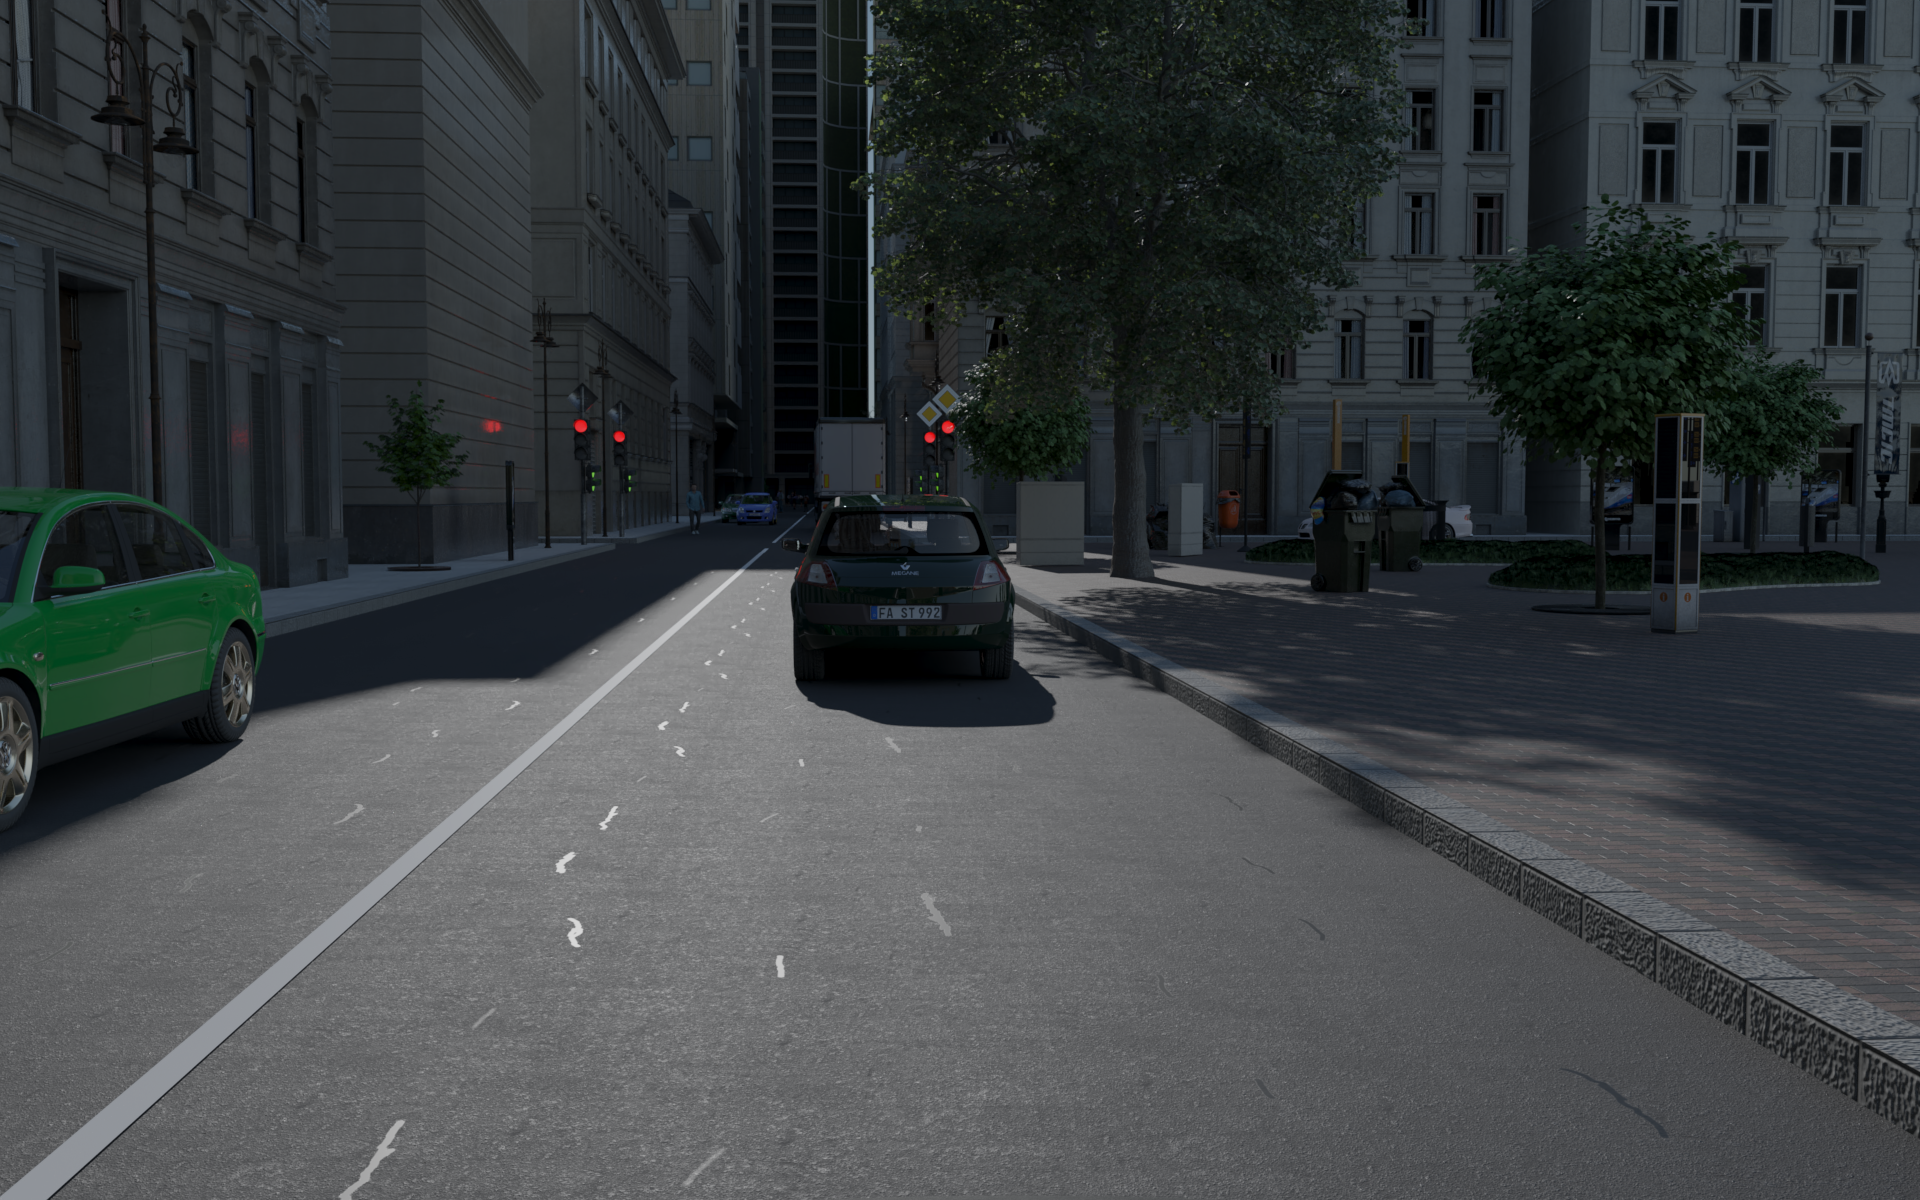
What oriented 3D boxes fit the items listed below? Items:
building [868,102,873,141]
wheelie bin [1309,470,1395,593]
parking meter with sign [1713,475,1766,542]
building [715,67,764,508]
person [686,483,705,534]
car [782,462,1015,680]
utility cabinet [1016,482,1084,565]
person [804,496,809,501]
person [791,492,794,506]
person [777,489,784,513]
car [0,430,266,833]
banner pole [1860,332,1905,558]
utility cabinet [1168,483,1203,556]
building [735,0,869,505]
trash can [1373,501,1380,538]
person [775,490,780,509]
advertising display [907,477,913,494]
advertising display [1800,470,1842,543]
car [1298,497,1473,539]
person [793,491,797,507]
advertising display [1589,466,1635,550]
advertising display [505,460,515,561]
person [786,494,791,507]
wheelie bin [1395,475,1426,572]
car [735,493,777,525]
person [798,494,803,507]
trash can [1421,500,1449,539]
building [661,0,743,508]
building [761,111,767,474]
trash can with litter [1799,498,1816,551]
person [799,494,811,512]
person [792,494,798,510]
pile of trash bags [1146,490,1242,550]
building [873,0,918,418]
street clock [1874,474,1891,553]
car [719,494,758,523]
[{"bbox_3d":[2.221,-38.925,225.669,27.495,52.752,28.713,0,4,-4],"label":"building"},{"bbox_3d":[5.077,-0.910,22.785,0.980,1.594,0.693,-2,4,-35],"label":"wheelie bin"},{"bbox_3d":[21.009,-3.070,46.451,1.738,3.016,0.543,-2,4,-25],"label":"parking meter with sign"},{"bbox_3d":[-25.639,-29.182,160.715,14.154,41.232,14.086,0,4,-4],"label":"building"},{"bbox_3d":[-9.518,-3.282,62.175,0.660,1.820,0.620,-2,4,-25],"label":"person"},{"bbox_3d":[-0.531,-0.304,14.752,2.009,1.686,4.222,0,4,-4],"label":"car"},{"bbox_3d":[1.606,-1.359,30.895,1.173,1.500,0.318,-1,4,-12],"label":"utility cabinet"},{"bbox_3d":[-17.563,-11.365,197.501,0.628,1.438,0.799,-2,4,-24],"label":"person"},{"bbox_3d":[-19.669,-11.840,203.006,0.541,1.710,0.530,-3,4,-38],"label":"person"},{"bbox_3d":[-13.729,-7.583,132.559,0.705,1.814,1.350,-2,4,-24],"label":"person"},{"bbox_3d":[-4.979,0.012,8.608,1.959,1.807,4.718,0,4,-3],"label":"car"},{"bbox_3d":[14.308,-2.261,26.987,0.863,3.779,0.401,-1,4,-13],"label":"banner pole"},{"bbox_3d":[4.656,-1.660,35.817,0.318,1.500,1.173,2,4,30],"label":"utility cabinet"},{"bbox_3d":[-21.834,-47.709,218.286,20.611,71.187,20.563,0,4,-4],"label":"building"},{"bbox_3d":[8.510,-1.515,36.416,0.748,1.137,0.748,0,3,0],"label":"trash can"},{"bbox_3d":[-17.622,-9.741,167.628,0.599,1.838,0.709,2,4,32],"label":"person"},{"bbox_3d":[-1.874,-3.647,64.850,0.123,1.923,0.974,-1,4,-9],"label":"advertising display"},{"bbox_3d":[22.854,-2.495,46.011,0.974,1.923,0.123,3,5,44],"label":"advertising display"},{"bbox_3d":[11.865,-2.206,48.429,4.827,1.381,2.083,0,4,-6],"label":"car"},{"bbox_3d":[-18.288,-11.237,192.191,0.705,1.831,1.348,-1,4,-22],"label":"person"},{"bbox_3d":[14.866,-2.097,39.502,0.974,1.923,0.123,0,4,0],"label":"advertising display"},{"bbox_3d":[-8.706,-1.733,33.552,0.123,1.923,0.974,-1,4,-12],"label":"advertising display"},{"bbox_3d":[-19.363,-11.257,195.735,0.799,1.438,0.628,1,4,17],"label":"person"},{"bbox_3d":[7.318,-1.279,28.827,0.693,1.594,0.980,0,4,-7],"label":"wheelie bin"},{"bbox_3d":[-9.448,-4.347,80.658,1.945,1.707,3.694,0,4,-3],"label":"car"},{"bbox_3d":[-17.198,-10.683,186.348,0.628,1.438,0.799,0,4,-3],"label":"person"},{"bbox_3d":[10.853,-1.723,39.826,0.748,1.137,0.748,0,3,0],"label":"trash can"},{"bbox_3d":[-31.585,-33.583,138.318,28.713,52.752,27.495,0,4,-4],"label":"building"},{"bbox_3d":[-36.688,-34.826,189.021,30.456,49.044,23.786,0,4,-4],"label":"building"},{"bbox_3d":[15.527,-1.248,31.457,1.678,1.210,2.233,2,4,29],"label":"trash can with litter"},{"bbox_3d":[-12.433,-7.818,139.580,1.065,1.426,0.557,1,4,21],"label":"person"},{"bbox_3d":[-15.202,-9.064,159.928,0.421,1.427,0.697,3,4,37],"label":"person"},{"bbox_3d":[5.367,-1.912,41.015,3.447,1.369,1.912,-3,4,-38],"label":"pile of trash bags"},{"bbox_3d":[-0.075,-27.996,141.326,14.154,41.232,14.086,0,4,-4],"label":"building"},{"bbox_3d":[20.133,-2.033,37.815,0.358,2.002,0.471,1,4,22],"label":"street clock"},{"bbox_3d":[-11.009,-4.600,87.013,2.131,1.459,4.920,0,4,-5],"label":"car"}]
